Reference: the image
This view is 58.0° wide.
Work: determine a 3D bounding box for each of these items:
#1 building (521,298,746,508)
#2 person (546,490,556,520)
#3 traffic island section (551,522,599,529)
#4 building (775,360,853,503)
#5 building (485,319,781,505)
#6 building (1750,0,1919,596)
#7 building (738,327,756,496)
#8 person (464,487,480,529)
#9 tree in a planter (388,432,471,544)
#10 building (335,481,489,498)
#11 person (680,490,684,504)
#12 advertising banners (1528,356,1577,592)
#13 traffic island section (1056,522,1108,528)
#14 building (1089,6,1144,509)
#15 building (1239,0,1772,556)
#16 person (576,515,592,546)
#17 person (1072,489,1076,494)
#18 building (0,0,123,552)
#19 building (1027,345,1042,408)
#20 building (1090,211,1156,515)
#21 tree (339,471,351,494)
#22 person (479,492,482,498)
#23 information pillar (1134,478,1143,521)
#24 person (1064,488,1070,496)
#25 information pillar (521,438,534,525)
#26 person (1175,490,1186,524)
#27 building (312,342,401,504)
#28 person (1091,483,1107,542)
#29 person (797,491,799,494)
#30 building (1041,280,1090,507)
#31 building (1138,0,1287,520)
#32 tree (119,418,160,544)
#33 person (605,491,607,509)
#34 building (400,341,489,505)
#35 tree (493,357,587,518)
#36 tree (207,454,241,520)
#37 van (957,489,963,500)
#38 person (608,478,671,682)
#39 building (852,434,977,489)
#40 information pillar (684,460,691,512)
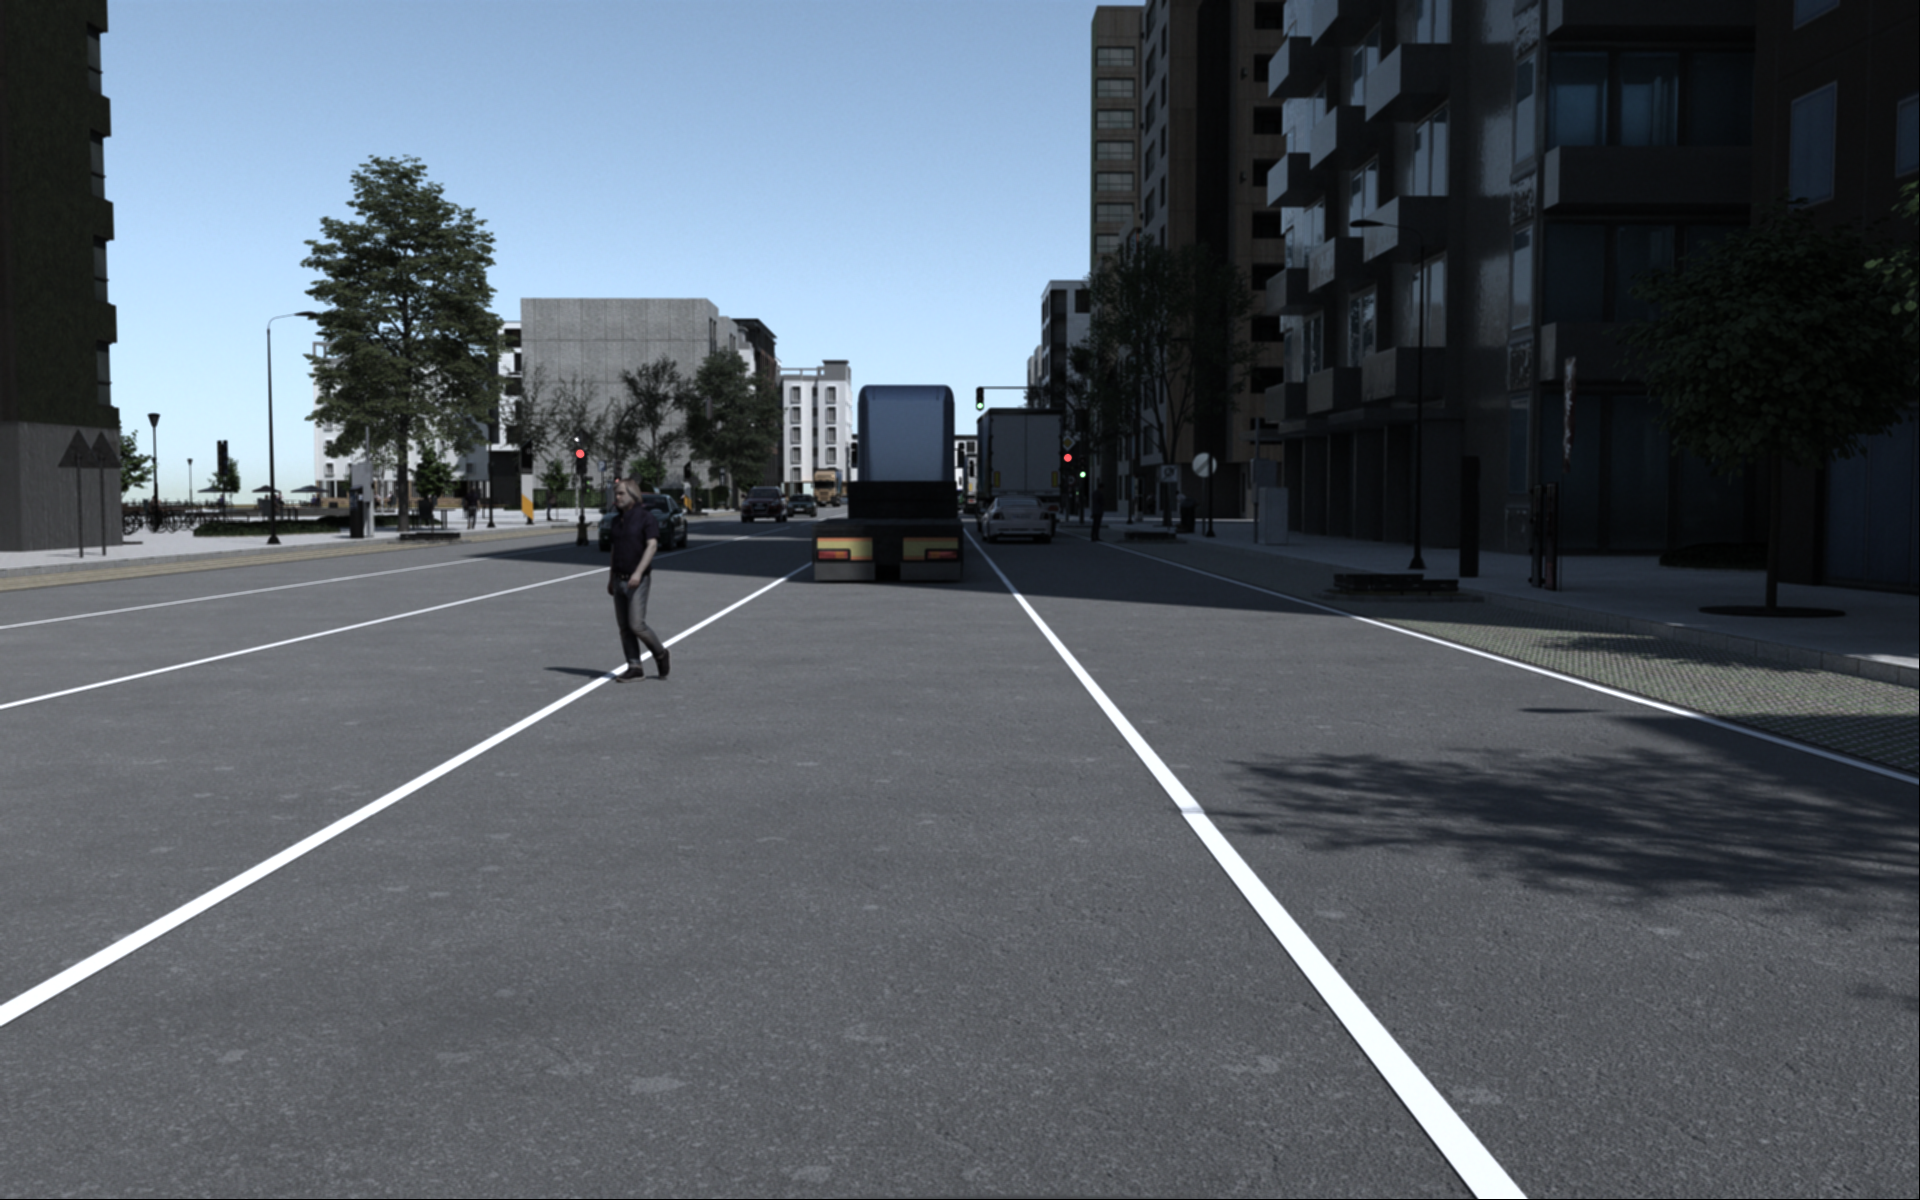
[{"bbox_3d":[-31.412,-18.706,172.302,16.747,18.905,31.486,0,4,-1],"label":"building"},{"bbox_3d":[-19.873,-4.726,84.128,0.431,1.722,0.655,-1,4,-19],"label":"person"},{"bbox_3d":[-16.010,-3.124,73.366,2.009,0.180,2.903,0,4,-1],"label":"traffic island section"},{"bbox_3d":[-21.545,-24.109,250.602,11.380,20.091,16.016,0,4,-1],"label":"building"},{"bbox_3d":[-39.960,-22.726,215.544,32.646,21.610,27.936,0,4,-1],"label":"building"},{"bbox_3d":[18.515,-22.451,17.179,14.600,45.320,14.200,0,4,-1],"label":"building"},{"bbox_3d":[-30.892,-20.646,193.979,16.016,20.091,11.380,0,4,-1],"label":"building"},{"bbox_3d":[-17.848,-3.355,63.110,0.569,1.553,0.471,2,4,27],"label":"person"},{"bbox_3d":[-15.355,-3.247,50.311,1.991,3.239,1.994,0,4,-1],"label":"tree in a planter"},{"bbox_3d":[-73.872,-18.673,247.454,28.070,9.664,9.099,0,4,-1],"label":"building"},{"bbox_3d":[-24.734,-9.055,154.534,0.683,1.767,0.568,-2,4,-26],"label":"person"},{"bbox_3d":[7.886,-1.643,23.059,0.090,3.025,2.074,0,4,5],"label":"advertising banners"},{"bbox_3d":[5.189,-3.143,73.663,2.009,0.180,2.903,0,4,-1],"label":"traffic island section"},{"bbox_3d":[18.100,-28.490,149.408,14.154,41.232,14.086,0,4,-1],"label":"building"},{"bbox_3d":[21.143,-26.163,47.378,23.786,49.044,30.456,0,4,-1],"label":"building"},{"bbox_3d":[-10.460,-1.939,48.129,0.347,0.859,0.695,0,4,2],"label":"person"},{"bbox_3d":[10.602,-9.570,163.037,1.217,1.766,0.721,1,4,14],"label":"person"},{"bbox_3d":[-27.820,-16.127,35.373,14.160,30.474,14.107,0,4,-1],"label":"building"},{"bbox_3d":[17.517,-21.272,214.248,16.747,18.905,31.486,0,4,-1],"label":"building"},{"bbox_3d":[24.203,-16.857,120.657,27.650,21.520,28.899,0,4,-1],"label":"building"},{"bbox_3d":[-49.212,-8.909,140.257,1.663,3.219,1.824,0,3,0],"label":"tree"},{"bbox_3d":[-65.480,-13.888,236.282,1.217,1.736,0.721,-2,4,-33],"label":"person"},{"bbox_3d":[8.378,-4.687,81.127,0.304,2.012,0.304,-1,4,-22],"label":"information pillar"},{"bbox_3d":[9.198,-8.589,147.009,0.750,1.759,0.617,0,4,-8],"label":"person"},{"bbox_3d":[-18.056,-4.949,72.264,0.504,3.616,0.183,-2,4,-27],"label":"information pillar"},{"bbox_3d":[9.223,-3.830,71.855,0.799,1.438,0.628,1,4,21],"label":"person"},{"bbox_3d":[-74.179,-22.300,221.020,11.380,20.091,16.016,0,4,-1],"label":"building"},{"bbox_3d":[4.224,-2.653,52.332,0.568,1.767,0.683,-2,4,-35],"label":"person"},{"bbox_3d":[-21.652,-13.784,232.082,0.621,1.740,0.551,0,4,-2],"label":"person"},{"bbox_3d":[22.325,-20.688,182.223,27.936,21.610,32.646,0,4,-1],"label":"building"},{"bbox_3d":[17.240,-19.538,91.146,14.107,30.474,14.160,0,4,-1],"label":"building"},{"bbox_3d":[-21.462,-3.052,44.508,1.663,3.219,1.824,0,3,0],"label":"tree"},{"bbox_3d":[-26.875,-7.719,132.382,0.434,1.807,0.598,-1,4,-15],"label":"person"},{"bbox_3d":[-62.488,-22.247,220.160,11.380,20.091,16.016,0,4,-1],"label":"building"},{"bbox_3d":[-23.499,-8.793,94.122,4.360,8.622,3.978,0,3,0],"label":"tree"},{"bbox_3d":[-34.868,-5.402,82.920,1.663,3.219,1.824,0,3,0],"label":"tree"},{"bbox_3d":[-0.049,-13.572,226.291,2.240,2.365,5.245,0,4,0],"label":"van"},{"bbox_3d":[-2.428,-0.154,13.225,0.471,1.553,0.569,-1,4,-18],"label":"person"},{"bbox_3d":[-1.162,-18.660,247.237,28.070,9.664,9.099,0,4,-1],"label":"building"},{"bbox_3d":[-18.961,-7.907,120.627,0.504,3.616,0.183,1,4,9],"label":"information pillar"}]
